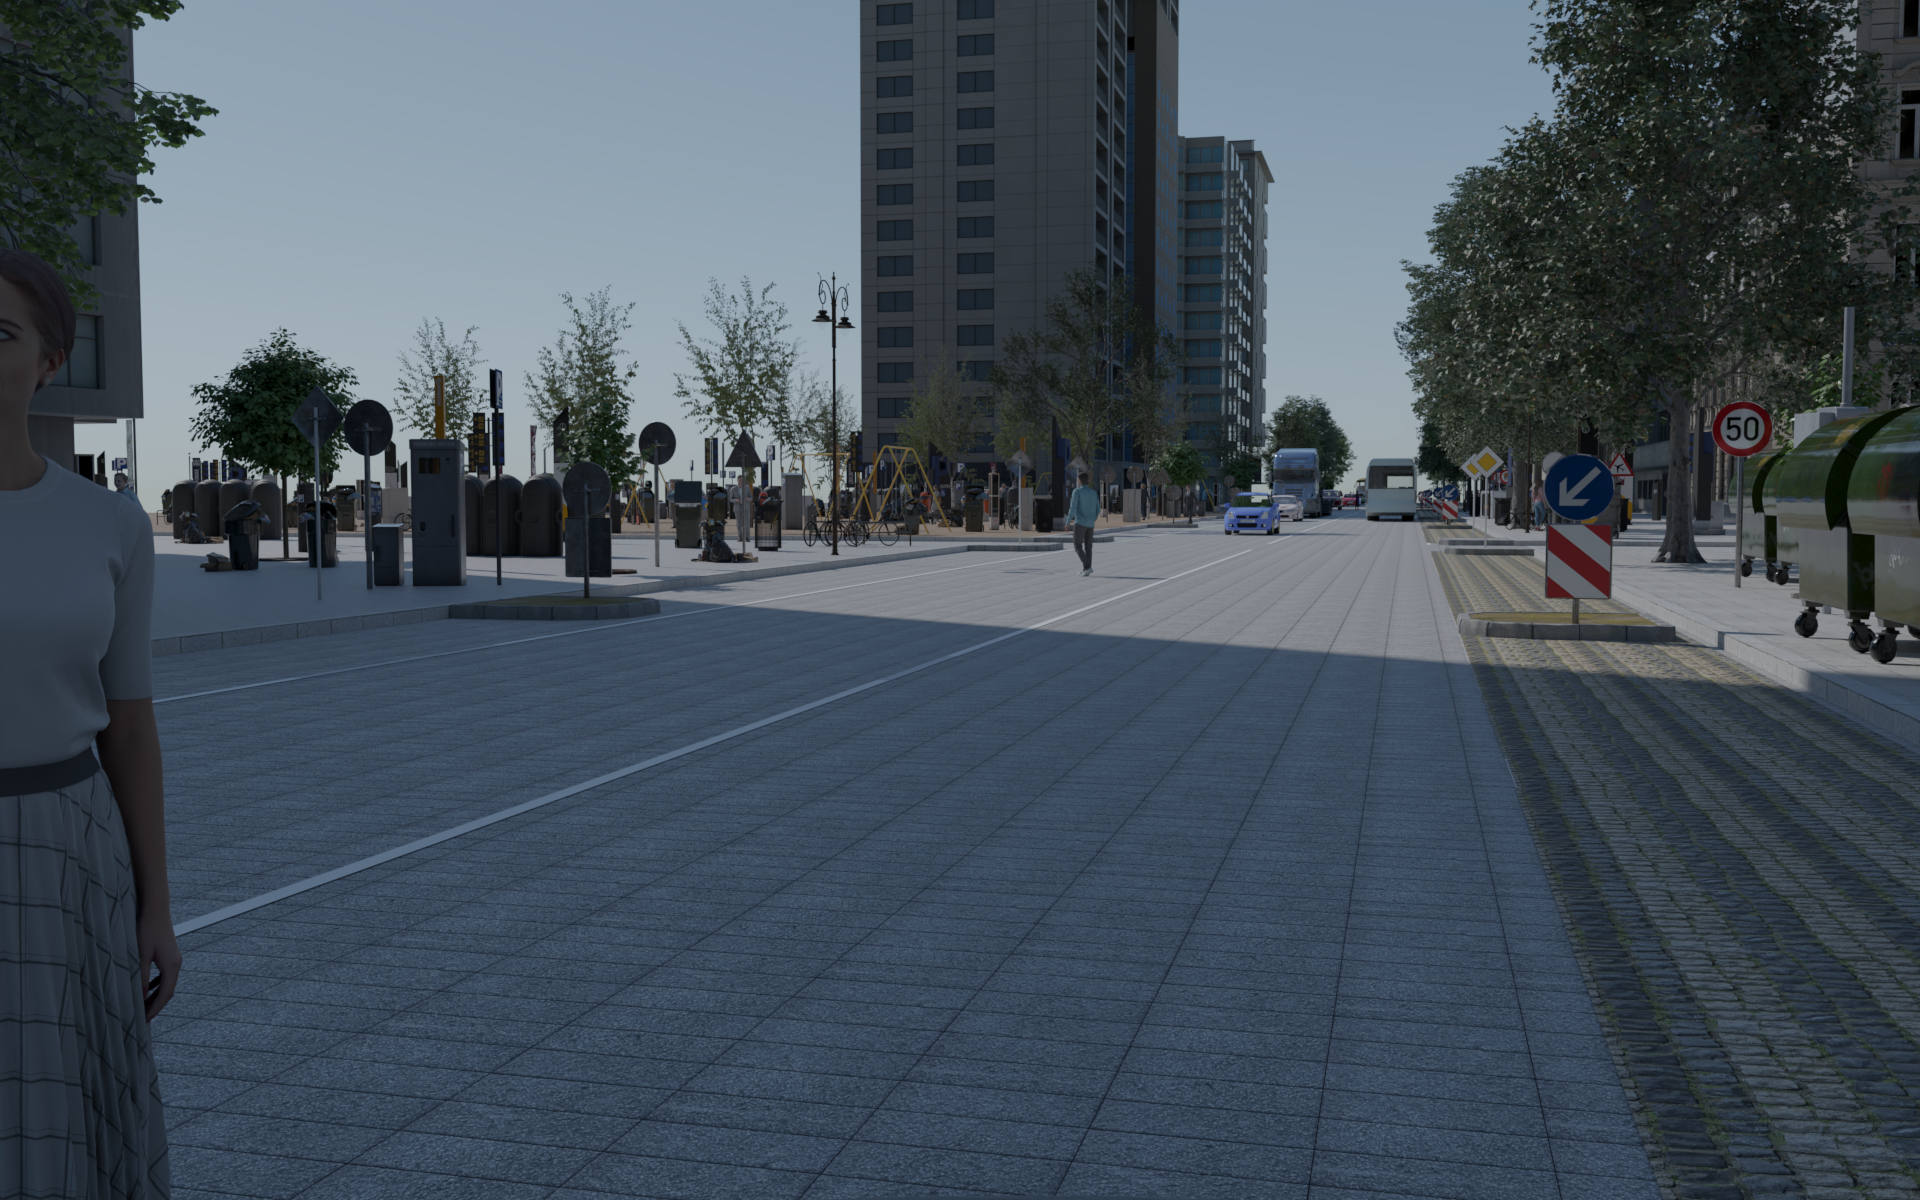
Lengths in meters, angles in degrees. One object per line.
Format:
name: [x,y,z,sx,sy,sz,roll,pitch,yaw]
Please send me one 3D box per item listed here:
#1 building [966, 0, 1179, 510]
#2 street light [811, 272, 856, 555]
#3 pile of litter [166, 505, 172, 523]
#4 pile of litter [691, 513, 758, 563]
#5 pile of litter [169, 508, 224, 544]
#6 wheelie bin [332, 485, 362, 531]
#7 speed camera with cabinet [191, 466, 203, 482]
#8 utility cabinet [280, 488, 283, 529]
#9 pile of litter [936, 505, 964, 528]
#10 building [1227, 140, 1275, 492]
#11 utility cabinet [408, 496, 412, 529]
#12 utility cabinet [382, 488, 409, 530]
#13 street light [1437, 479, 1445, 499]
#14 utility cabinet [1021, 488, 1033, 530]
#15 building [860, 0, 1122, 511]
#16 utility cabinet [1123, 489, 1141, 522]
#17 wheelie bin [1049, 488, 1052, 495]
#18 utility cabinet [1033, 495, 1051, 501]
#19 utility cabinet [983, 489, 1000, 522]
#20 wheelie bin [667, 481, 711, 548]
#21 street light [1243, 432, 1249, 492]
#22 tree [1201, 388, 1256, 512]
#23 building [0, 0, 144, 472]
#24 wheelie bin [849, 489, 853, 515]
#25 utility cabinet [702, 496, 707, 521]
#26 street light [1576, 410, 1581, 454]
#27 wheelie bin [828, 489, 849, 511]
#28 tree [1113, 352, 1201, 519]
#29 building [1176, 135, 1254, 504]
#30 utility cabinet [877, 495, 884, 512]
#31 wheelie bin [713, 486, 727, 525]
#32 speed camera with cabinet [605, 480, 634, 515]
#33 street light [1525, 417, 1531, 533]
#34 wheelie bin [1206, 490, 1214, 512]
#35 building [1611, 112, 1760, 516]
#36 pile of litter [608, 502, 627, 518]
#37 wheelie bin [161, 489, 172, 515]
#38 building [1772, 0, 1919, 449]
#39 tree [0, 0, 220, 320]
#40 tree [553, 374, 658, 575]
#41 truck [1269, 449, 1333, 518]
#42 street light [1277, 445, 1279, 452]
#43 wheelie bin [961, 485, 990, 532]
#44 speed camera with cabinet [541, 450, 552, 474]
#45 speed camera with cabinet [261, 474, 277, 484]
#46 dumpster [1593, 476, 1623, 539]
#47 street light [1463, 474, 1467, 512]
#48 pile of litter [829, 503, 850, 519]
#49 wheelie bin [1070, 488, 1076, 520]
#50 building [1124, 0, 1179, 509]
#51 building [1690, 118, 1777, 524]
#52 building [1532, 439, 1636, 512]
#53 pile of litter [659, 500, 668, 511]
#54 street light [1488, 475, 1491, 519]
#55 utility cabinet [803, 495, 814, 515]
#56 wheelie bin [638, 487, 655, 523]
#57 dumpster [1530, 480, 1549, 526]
building: [13.379,-45.034,174.550,20.563,71.187,20.611,1,4,14]
street light: [-2.624,-3.876,36.165,0.468,5.910,1.993,1,4,14]
pile of litter: [-35.028,-3.899,77.719,1.176,0.858,1.719,0,4,-1]
pile of litter: [-4.490,-1.159,32.918,1.176,0.858,1.719,-2,4,-24]
pile of litter: [-19.803,-1.904,45.094,1.176,0.858,1.719,-2,4,-29]
wheelie bin: [-21.227,-3.184,59.967,0.980,1.594,0.693,-1,4,-15]
speed camera with cabinet: [-46.193,-6.816,105.775,2.038,3.252,0.660,2,4,26]
utility cabinet: [-25.318,-3.358,63.574,1.173,1.500,0.318,1,4,22]
pile of litter: [-0.439,-3.240,66.940,1.176,0.858,1.719,2,4,28]
building: [32.255,-41.243,263.562,28.713,52.752,27.495,1,4,14]
utility cabinet: [-19.789,-3.219,63.798,0.306,1.237,1.020,3,5,42]
utility cabinet: [-19.704,-3.165,60.424,0.318,1.500,1.173,1,4,15]
street light: [58.867,-14.610,211.665,0.468,5.910,1.993,1,4,14]
utility cabinet: [2.326,-3.175,60.583,0.318,1.500,1.173,1,4,9]
building: [4.786,-42.901,139.679,20.563,71.187,20.611,1,4,14]
utility cabinet: [7.751,-4.253,78.209,0.318,1.500,1.173,2,4,34]
wheelie bin: [5.330,-5.456,97.111,0.693,1.594,0.980,-2,4,-34]
utility cabinet: [3.556,-4.055,77.460,0.306,1.237,1.020,2,4,32]
utility cabinet: [1.250,-4.308,79.116,1.173,1.500,0.318,2,4,35]
wheelie bin: [-6.483,-2.037,41.215,0.980,1.594,0.693,0,4,-5]
street light: [20.917,-9.429,126.957,0.468,5.910,1.993,1,4,14]
tree: [18.383,-10.448,121.181,4.360,8.622,3.978,0,3,0]
building: [-25.033,-21.396,33.414,14.086,41.232,14.154,1,4,14]
wheelie bin: [-6.971,-6.089,107.468,0.693,1.594,0.980,1,4,19]
utility cabinet: [-12.309,-4.384,82.836,0.306,1.237,1.020,-1,4,-16]
street light: [14.537,-4.152,40.667,0.468,5.910,1.993,1,4,14]
wheelie bin: [-7.269,-5.736,101.688,0.980,1.594,0.693,-3,5,-41]
tree: [9.851,-8.424,88.088,4.360,8.622,3.978,0,3,0]
building: [27.325,-37.614,234.594,23.786,49.044,30.456,1,4,14]
utility cabinet: [-5.700,-6.775,121.939,1.020,1.237,0.306,-3,4,-36]
wheelie bin: [-10.035,-3.878,71.317,0.980,1.594,0.693,2,4,26]
speed camera with cabinet: [-21.311,-6.923,107.521,2.038,3.252,0.660,0,4,-2]
street light: [18.661,-5.137,56.786,0.468,5.910,1.993,1,4,14]
wheelie bin: [17.985,-7.169,125.119,0.693,1.594,0.980,2,4,30]
building: [47.614,-17.295,101.834,14.314,24.678,30.058,1,4,14]
pile of litter: [-19.247,-5.242,99.667,1.176,0.858,1.719,3,4,37]
wheelie bin: [-49.345,-6.121,107.991,0.693,1.594,0.980,0,4,-5]
building: [41.499,-15.913,57.434,25.104,27.353,12.463,1,4,14]
tree: [-9.758,-5.783,12.675,7.486,12.596,7.792,0,3,0]
tree: [-5.645,-2.044,28.020,1.663,3.219,1.824,0,3,0]
truck: [21.529,-7.243,108.181,2.967,4.110,18.799,1,4,15]
street light: [29.137,-11.376,158.780,0.468,5.910,1.993,1,4,14]
wheelie bin: [0.520,-3.110,58.756,0.980,1.594,0.693,0,4,4]
speed camera with cabinet: [-17.994,-4.949,75.254,0.660,3.252,2.038,0,4,-1]
speed camera with cabinet: [-31.352,-5.176,78.958,0.660,3.252,2.038,-2,4,-32]
dumpster: [18.565,-2.730,50.401,1.264,1.857,1.865,1,4,15]
street light: [38.196,-9.688,131.187,0.468,5.910,1.993,1,4,14]
pile of litter: [-6.272,-4.606,89.266,1.176,0.858,1.719,2,4,27]
wheelie bin: [5.437,-4.762,85.767,0.980,1.594,0.693,1,4,13]
building: [11.794,-30.978,156.603,14.600,45.320,14.200,1,4,14]
building: [39.327,-13.089,78.633,10.561,19.102,19.286,1,4,14]
building: [70.056,-19.634,166.056,27.650,21.520,28.899,1,4,14]
pile of litter: [-23.273,-7.334,133.874,1.719,0.858,1.176,2,4,26]
street light: [27.111,-7.080,88.550,0.468,5.910,1.993,1,4,14]
utility cabinet: [-9.490,-5.874,107.201,1.020,1.237,0.306,3,4,36]
wheelie bin: [-13.748,-4.171,76.104,0.693,1.594,0.980,-2,4,-35]
dumpster: [24.018,-3.983,70.884,1.264,1.857,1.865,1,4,15]
